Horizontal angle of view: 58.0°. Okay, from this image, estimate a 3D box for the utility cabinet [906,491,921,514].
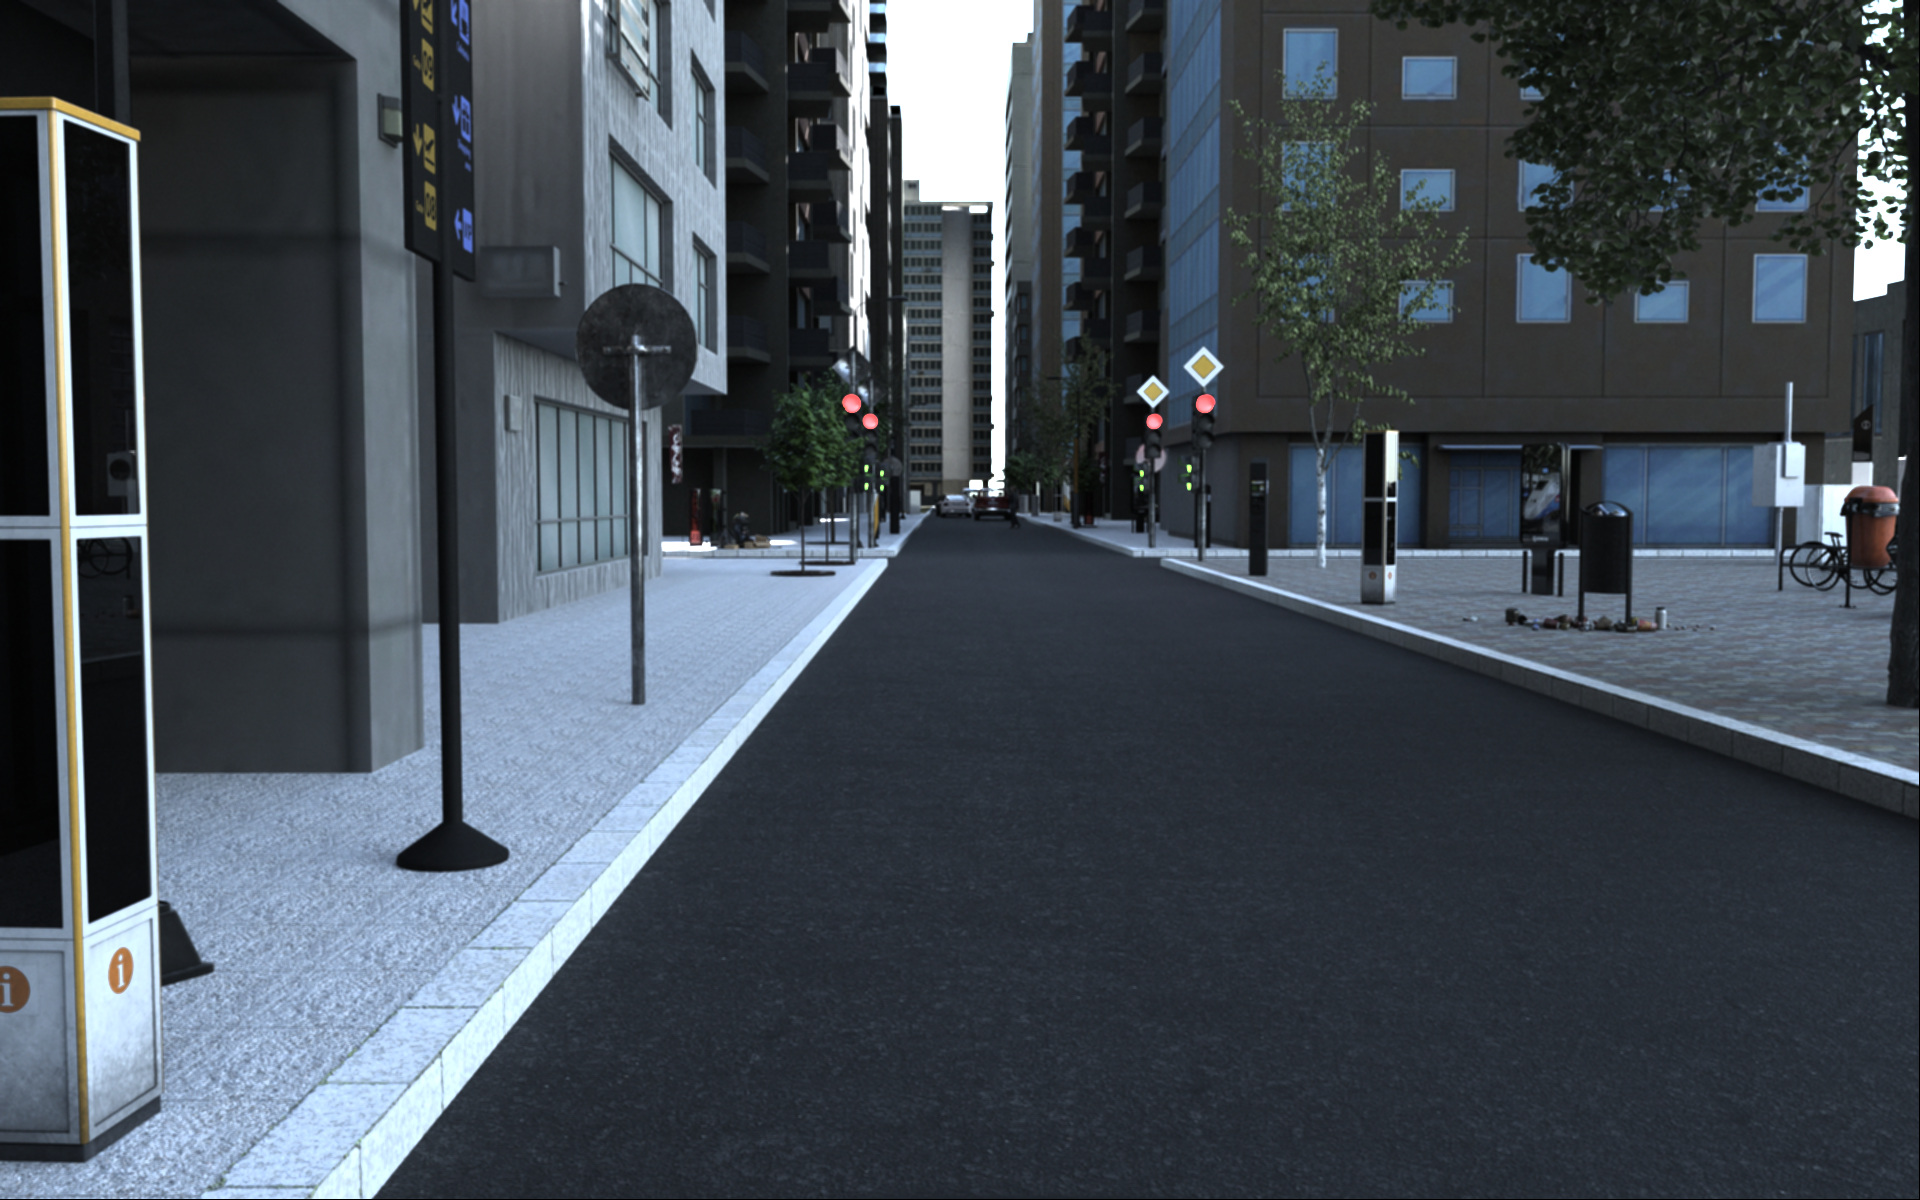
[{"bbox_3d":[-2.918,-6.080,108.090,0.318,1.500,1.173,2,4,32],"label":"utility cabinet"}]

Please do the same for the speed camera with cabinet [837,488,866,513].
[{"bbox_3d":[-7.336,-7.450,116.143,2.038,3.252,0.660,1,4,10],"label":"speed camera with cabinet"}]

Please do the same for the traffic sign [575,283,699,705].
[{"bbox_3d":[-1.964,-0.636,10.501,0.768,2.556,0.104,0,4,7],"label":"traffic sign"}]

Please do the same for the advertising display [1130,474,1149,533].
[{"bbox_3d":[5.965,-3.187,57.315,0.123,1.923,0.974,3,5,40],"label":"advertising display"}]

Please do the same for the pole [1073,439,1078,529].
[{"bbox_3d":[4.262,-4.275,63.734,0.158,3.312,0.155,0,3,0],"label":"pole"}]

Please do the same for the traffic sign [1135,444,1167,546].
[{"bbox_3d":[4.655,-2.583,42.340,0.768,2.556,0.104,0,4,1],"label":"traffic sign"}]

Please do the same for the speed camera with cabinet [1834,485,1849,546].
[{"bbox_3d":[22.431,-2.908,41.878,2.038,3.252,0.660,0,4,4],"label":"speed camera with cabinet"}]

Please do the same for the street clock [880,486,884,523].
[{"bbox_3d":[-3.622,-4.500,78.148,0.471,2.002,0.358,0,4,1],"label":"street clock"}]

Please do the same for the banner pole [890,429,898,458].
[{"bbox_3d":[-2.530,-4.667,66.317,0.401,3.779,0.863,1,4,18],"label":"banner pole"}]

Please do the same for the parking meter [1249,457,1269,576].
[{"bbox_3d":[4.697,-1.315,27.213,0.255,1.863,0.399,1,4,17],"label":"parking meter"}]

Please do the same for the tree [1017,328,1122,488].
[{"bbox_3d":[4.902,-7.691,76.113,4.737,8.622,4.395,0,3,0],"label":"tree"}]

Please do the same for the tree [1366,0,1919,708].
[{"bbox_3d":[5.460,-5.635,10.258,7.486,12.596,7.792,0,3,0],"label":"tree"}]

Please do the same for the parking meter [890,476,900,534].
[{"bbox_3d":[-2.110,-3.070,55.902,0.255,1.863,0.399,-1,4,-14],"label":"parking meter"}]

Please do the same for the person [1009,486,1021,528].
[{"bbox_3d":[2.283,-3.885,72.445,0.534,1.772,0.576,0,4,-4],"label":"person"}]

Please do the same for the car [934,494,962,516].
[{"bbox_3d":[-0.696,-6.344,113.505,2.009,1.686,4.222,0,4,0],"label":"car"}]

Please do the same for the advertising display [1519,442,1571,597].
[{"bbox_3d":[7.431,-1.029,22.045,0.123,1.923,0.974,-1,4,-12],"label":"advertising display"}]

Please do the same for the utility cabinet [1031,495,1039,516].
[{"bbox_3d":[4.331,-5.418,99.751,0.306,1.237,1.020,1,4,11],"label":"utility cabinet"}]

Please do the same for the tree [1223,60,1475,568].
[{"bbox_3d":[6.352,-4.858,29.785,4.737,8.622,4.395,0,3,0],"label":"tree"}]

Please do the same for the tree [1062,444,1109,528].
[{"bbox_3d":[4.798,-4.394,66.451,1.663,3.219,1.824,0,3,0],"label":"tree"}]

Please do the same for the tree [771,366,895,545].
[{"bbox_3d":[-3.229,-3.727,44.658,4.285,4.588,4.351,0,3,0],"label":"tree"}]

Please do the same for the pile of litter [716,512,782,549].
[{"bbox_3d":[-4.972,-1.641,40.802,1.719,0.858,1.176,-2,4,-24],"label":"pile of litter"}]

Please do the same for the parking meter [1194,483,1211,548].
[{"bbox_3d":[5.754,-1.999,41.092,0.372,1.533,0.369,0,3,0],"label":"parking meter"}]

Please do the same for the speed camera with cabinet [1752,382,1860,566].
[{"bbox_3d":[15.262,-2.255,31.203,2.038,3.252,0.660,-1,4,-21],"label":"speed camera with cabinet"}]

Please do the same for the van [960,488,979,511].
[{"bbox_3d":[0.730,-7.197,124.683,2.013,2.044,4.112,0,4,-2],"label":"van"}]

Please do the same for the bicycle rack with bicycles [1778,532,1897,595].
[{"bbox_3d":[12.131,-0.575,22.789,2.852,0.926,2.925,-2,4,-25],"label":"bicycle rack with bicycles"}]

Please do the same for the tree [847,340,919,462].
[{"bbox_3d":[-4.029,-8.145,83.531,4.360,8.622,3.978,0,3,0],"label":"tree"}]

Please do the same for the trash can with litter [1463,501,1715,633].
[{"bbox_3d":[5.978,-0.352,16.816,1.678,1.210,2.233,-3,4,-37],"label":"trash can with litter"}]

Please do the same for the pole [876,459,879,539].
[{"bbox_3d":[-2.414,-3.384,49.177,0.158,3.312,0.155,0,3,0],"label":"pole"}]

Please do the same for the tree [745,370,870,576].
[{"bbox_3d":[-2.444,-1.996,27.229,1.663,3.219,1.824,0,3,0],"label":"tree"}]

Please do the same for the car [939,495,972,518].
[{"bbox_3d":[-0.255,-5.790,107.033,2.083,1.381,4.827,0,4,-2],"label":"car"}]

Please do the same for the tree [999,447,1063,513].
[{"bbox_3d":[4.479,-8.573,123.881,4.285,4.588,4.351,0,3,0],"label":"tree"}]

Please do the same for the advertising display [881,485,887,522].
[{"bbox_3d":[-3.506,-4.553,79.649,0.123,1.923,0.974,-1,4,-11],"label":"advertising display"}]

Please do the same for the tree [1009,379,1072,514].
[{"bbox_3d":[5.285,-9.853,111.460,4.360,8.622,3.978,0,3,0],"label":"tree"}]

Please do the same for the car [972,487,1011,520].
[{"bbox_3d":[1.800,-5.353,96.199,2.281,1.827,5.304,0,4,0],"label":"car"}]

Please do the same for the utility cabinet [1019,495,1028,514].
[{"bbox_3d":[4.146,-6.227,112.968,0.306,1.237,1.020,-1,4,-18],"label":"utility cabinet"}]

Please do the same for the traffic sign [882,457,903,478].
[{"bbox_3d":[-2.347,-3.639,59.601,0.768,2.556,0.104,0,4,0],"label":"traffic sign"}]

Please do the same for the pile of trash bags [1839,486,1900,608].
[{"bbox_3d":[10.581,-0.519,18.231,1.912,1.369,3.447,-1,4,-13],"label":"pile of trash bags"}]
